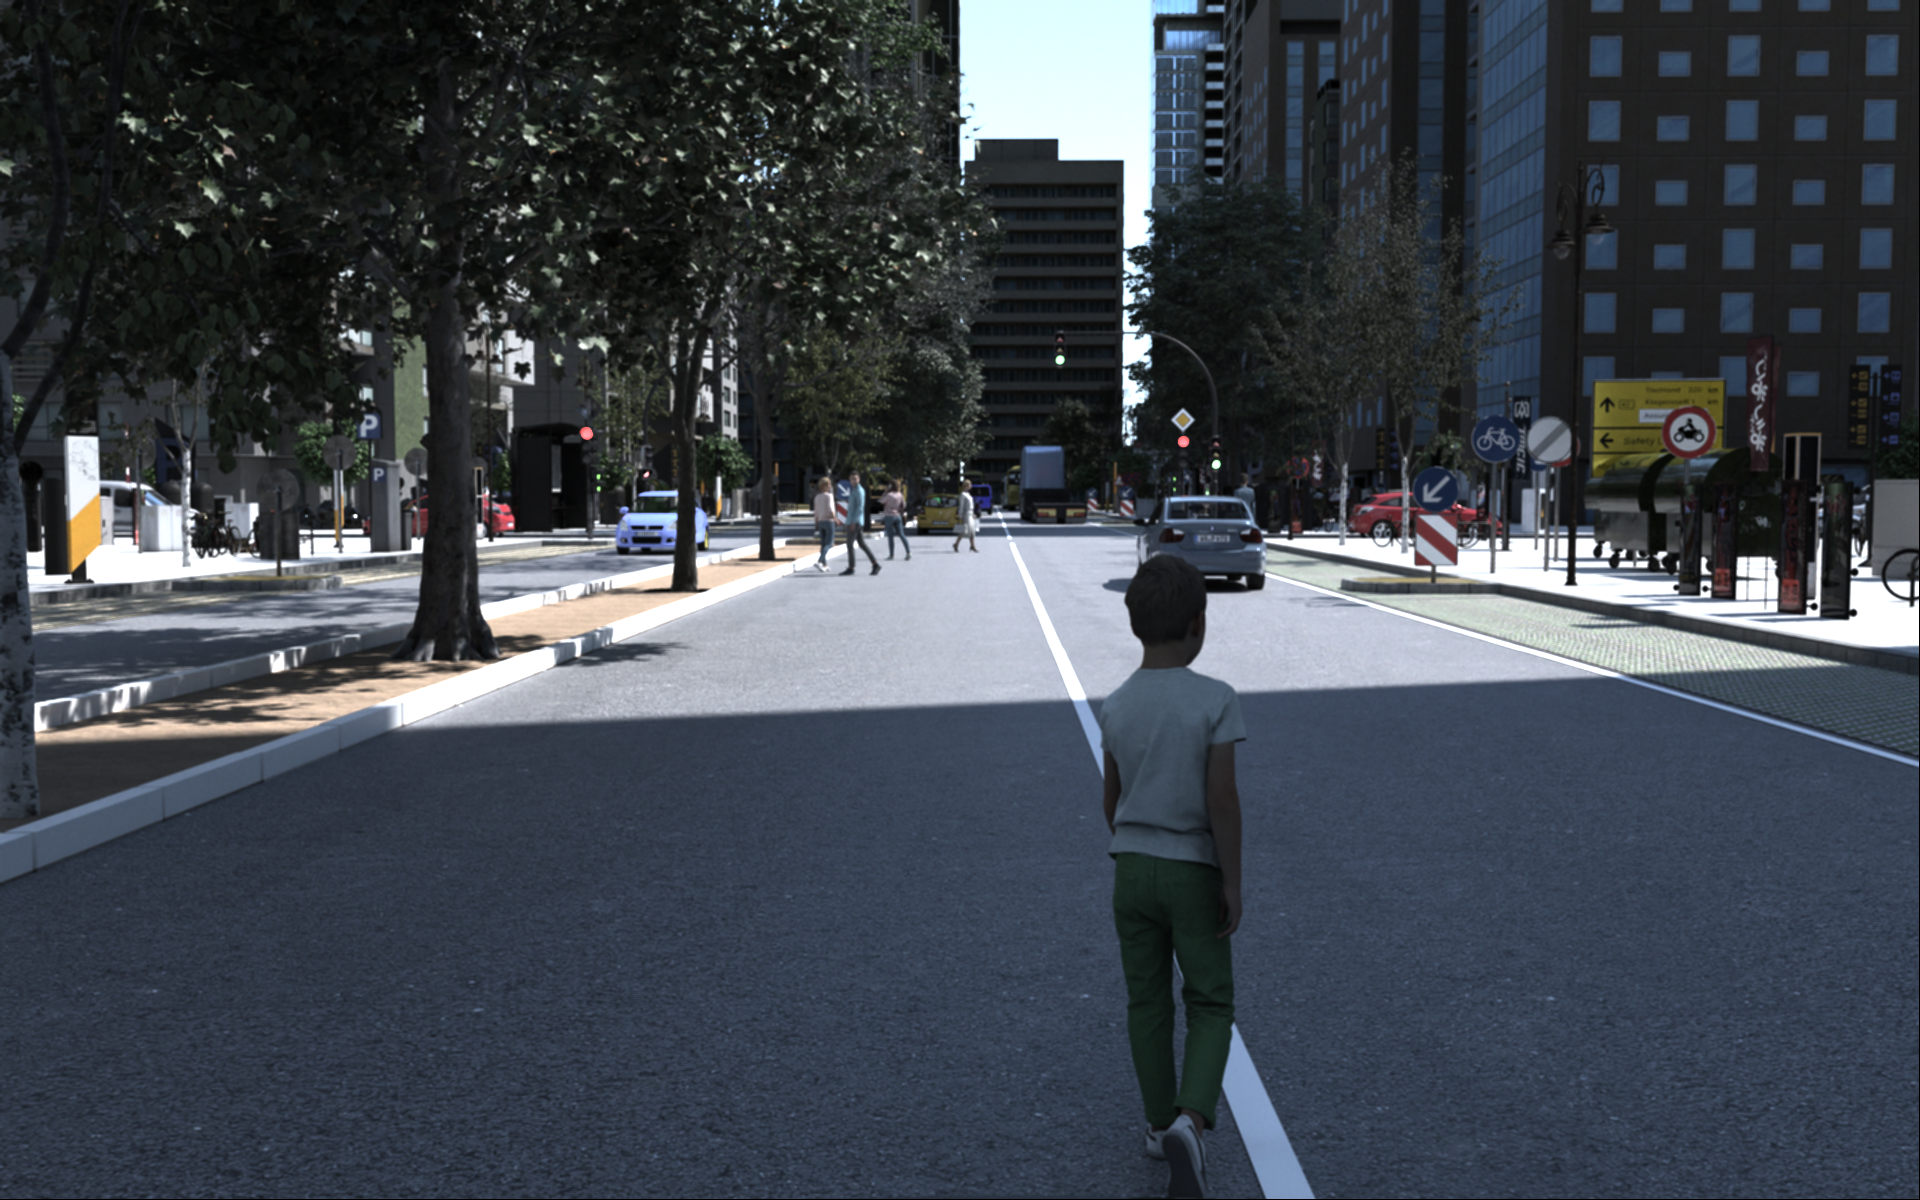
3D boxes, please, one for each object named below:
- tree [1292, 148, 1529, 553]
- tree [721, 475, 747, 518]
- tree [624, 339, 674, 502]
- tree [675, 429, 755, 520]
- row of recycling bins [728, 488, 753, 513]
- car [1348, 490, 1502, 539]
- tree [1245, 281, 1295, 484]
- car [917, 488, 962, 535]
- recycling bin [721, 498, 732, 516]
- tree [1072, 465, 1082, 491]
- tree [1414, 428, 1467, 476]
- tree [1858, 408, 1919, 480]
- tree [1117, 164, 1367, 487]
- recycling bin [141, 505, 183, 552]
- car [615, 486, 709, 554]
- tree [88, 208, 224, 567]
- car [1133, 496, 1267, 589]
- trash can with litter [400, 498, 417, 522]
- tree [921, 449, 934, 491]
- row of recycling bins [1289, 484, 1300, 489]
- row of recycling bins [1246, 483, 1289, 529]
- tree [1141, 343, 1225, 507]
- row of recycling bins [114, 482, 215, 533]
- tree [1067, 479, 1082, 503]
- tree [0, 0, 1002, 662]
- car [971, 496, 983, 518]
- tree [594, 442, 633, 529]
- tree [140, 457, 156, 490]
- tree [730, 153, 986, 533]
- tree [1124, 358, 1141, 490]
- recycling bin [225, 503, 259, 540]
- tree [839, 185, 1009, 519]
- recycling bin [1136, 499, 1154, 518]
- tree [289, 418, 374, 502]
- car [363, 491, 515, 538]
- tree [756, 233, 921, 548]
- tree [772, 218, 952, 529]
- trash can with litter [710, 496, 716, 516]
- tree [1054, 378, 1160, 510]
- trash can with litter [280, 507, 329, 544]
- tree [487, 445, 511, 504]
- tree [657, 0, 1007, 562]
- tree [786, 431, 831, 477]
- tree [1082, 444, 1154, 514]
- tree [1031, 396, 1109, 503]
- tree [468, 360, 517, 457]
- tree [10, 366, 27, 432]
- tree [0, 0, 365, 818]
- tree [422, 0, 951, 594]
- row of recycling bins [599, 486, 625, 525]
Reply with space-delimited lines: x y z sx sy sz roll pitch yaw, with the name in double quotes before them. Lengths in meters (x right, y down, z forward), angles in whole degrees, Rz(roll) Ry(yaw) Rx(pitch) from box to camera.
"tree" 9.647 -5.297 36.962 4.360 8.622 3.978 0 3 0
"tree" -12.650 -6.105 94.417 1.663 3.219 1.824 0 3 0
"tree" -13.559 -7.355 70.614 4.737 8.622 4.395 0 3 0
"tree" -11.991 -6.304 86.778 4.285 4.588 4.351 0 3 0
"row of recycling bins" -14.620 -6.656 115.931 1.069 1.692 3.534 1 4 11
"car" 13.763 -2.573 51.107 4.494 1.783 2.155 0 4 2
"tree" 9.455 -5.671 43.076 4.360 8.622 3.978 0 3 0
"car" -0.575 -3.152 61.752 2.015 1.641 3.980 0 4 3
"recycling bin" -13.666 -5.356 100.126 0.722 1.027 0.722 1 4 14
"tree" 12.223 -11.001 163.579 4.285 4.588 4.351 0 3 0
"tree" 24.263 -6.226 85.508 4.285 4.588 4.351 0 3 0
"tree" 35.392 -4.947 64.591 4.285 4.588 4.351 0 3 0
"tree" 10.846 -9.821 67.224 9.857 13.997 8.962 0 3 0
"recycling bin" -17.762 -1.590 38.543 0.722 1.027 0.722 2 4 32
"car" -7.244 -1.998 42.252 1.945 1.707 3.694 0 4 2
"tree" -13.674 -4.889 30.293 4.360 8.622 3.978 0 3 0
"car" 3.763 -0.939 27.350 2.014 1.417 4.499 0 4 2
"trash can with litter" -15.327 -2.179 47.007 1.055 1.170 0.624 -3 5 -42
"tree" -2.955 -8.368 89.643 4.737 8.622 4.395 0 3 0
"row of recycling bins" 12.902 -3.979 72.174 3.534 1.692 1.069 -3 4 -38
"row of recycling bins" 11.481 -3.531 64.852 1.069 1.692 3.534 0 4 4
"tree" 10.266 -7.766 77.329 4.360 8.622 3.978 0 3 0
"row of recycling bins" -26.928 -3.120 58.128 3.534 1.692 1.069 -2 4 -31
"tree" 12.162 -11.612 184.456 1.663 3.219 1.824 0 3 0
"tree" -4.450 -5.837 14.908 9.611 12.733 9.660 0 3 0
"car" 0.421 -5.703 105.820 1.945 1.354 3.894 0 4 2
"tree" -13.260 -4.286 64.684 1.663 3.219 1.824 0 3 0
"tree" -29.932 -4.321 65.252 1.663 3.219 1.824 0 3 0
"tree" -3.622 -9.337 61.765 9.857 13.997 8.962 0 3 0
"tree" 10.256 -8.529 89.817 4.360 8.622 3.978 0 3 0
"recycling bin" -20.190 -2.211 48.701 0.722 1.027 0.722 0 4 -5
"tree" -4.017 -14.662 98.068 12.611 20.169 13.585 0 3 0
"recycling bin" 10.099 -5.002 94.338 0.722 1.027 0.722 -3 4 -37
"tree" -24.089 -5.074 66.674 4.285 4.588 4.351 0 3 0
"car" -15.819 -2.657 52.479 4.494 1.783 2.155 0 4 1
"tree" -3.391 -5.671 45.534 4.737 8.622 4.395 0 3 0
"tree" -3.928 -9.173 70.569 7.486 12.596 7.792 0 3 0
"trash can with litter" -14.212 -5.510 101.471 1.055 1.170 0.624 -1 4 -19
"tree" 11.663 -12.551 139.619 8.767 10.594 7.601 -1 4 -20
"trash can with litter" -17.566 -2.077 45.014 1.678 1.210 2.233 -3 5 -42
"tree" -18.016 -4.525 68.583 1.663 3.219 1.824 0 3 0
"tree" -4.098 -7.561 36.456 12.009 13.543 11.850 0 3 0
"tree" -10.986 -12.791 143.538 7.601 10.594 8.767 0 4 3
"tree" 11.109 -7.963 113.909 4.285 4.588 4.351 0 3 0
"tree" 12.610 -17.360 200.844 9.611 12.733 9.660 0 3 0
"tree" -25.130 -8.519 89.655 4.360 8.622 3.978 0 3 0
"tree" -19.330 -2.999 32.745 4.285 4.588 4.351 0 3 0
"tree" -4.134 -3.325 7.181 4.737 8.622 4.395 0 3 0
"tree" -3.905 -5.906 24.784 9.928 11.665 9.643 0 3 0
"row of recycling bins" -14.679 -4.048 73.294 1.069 1.692 3.534 -1 4 -15
